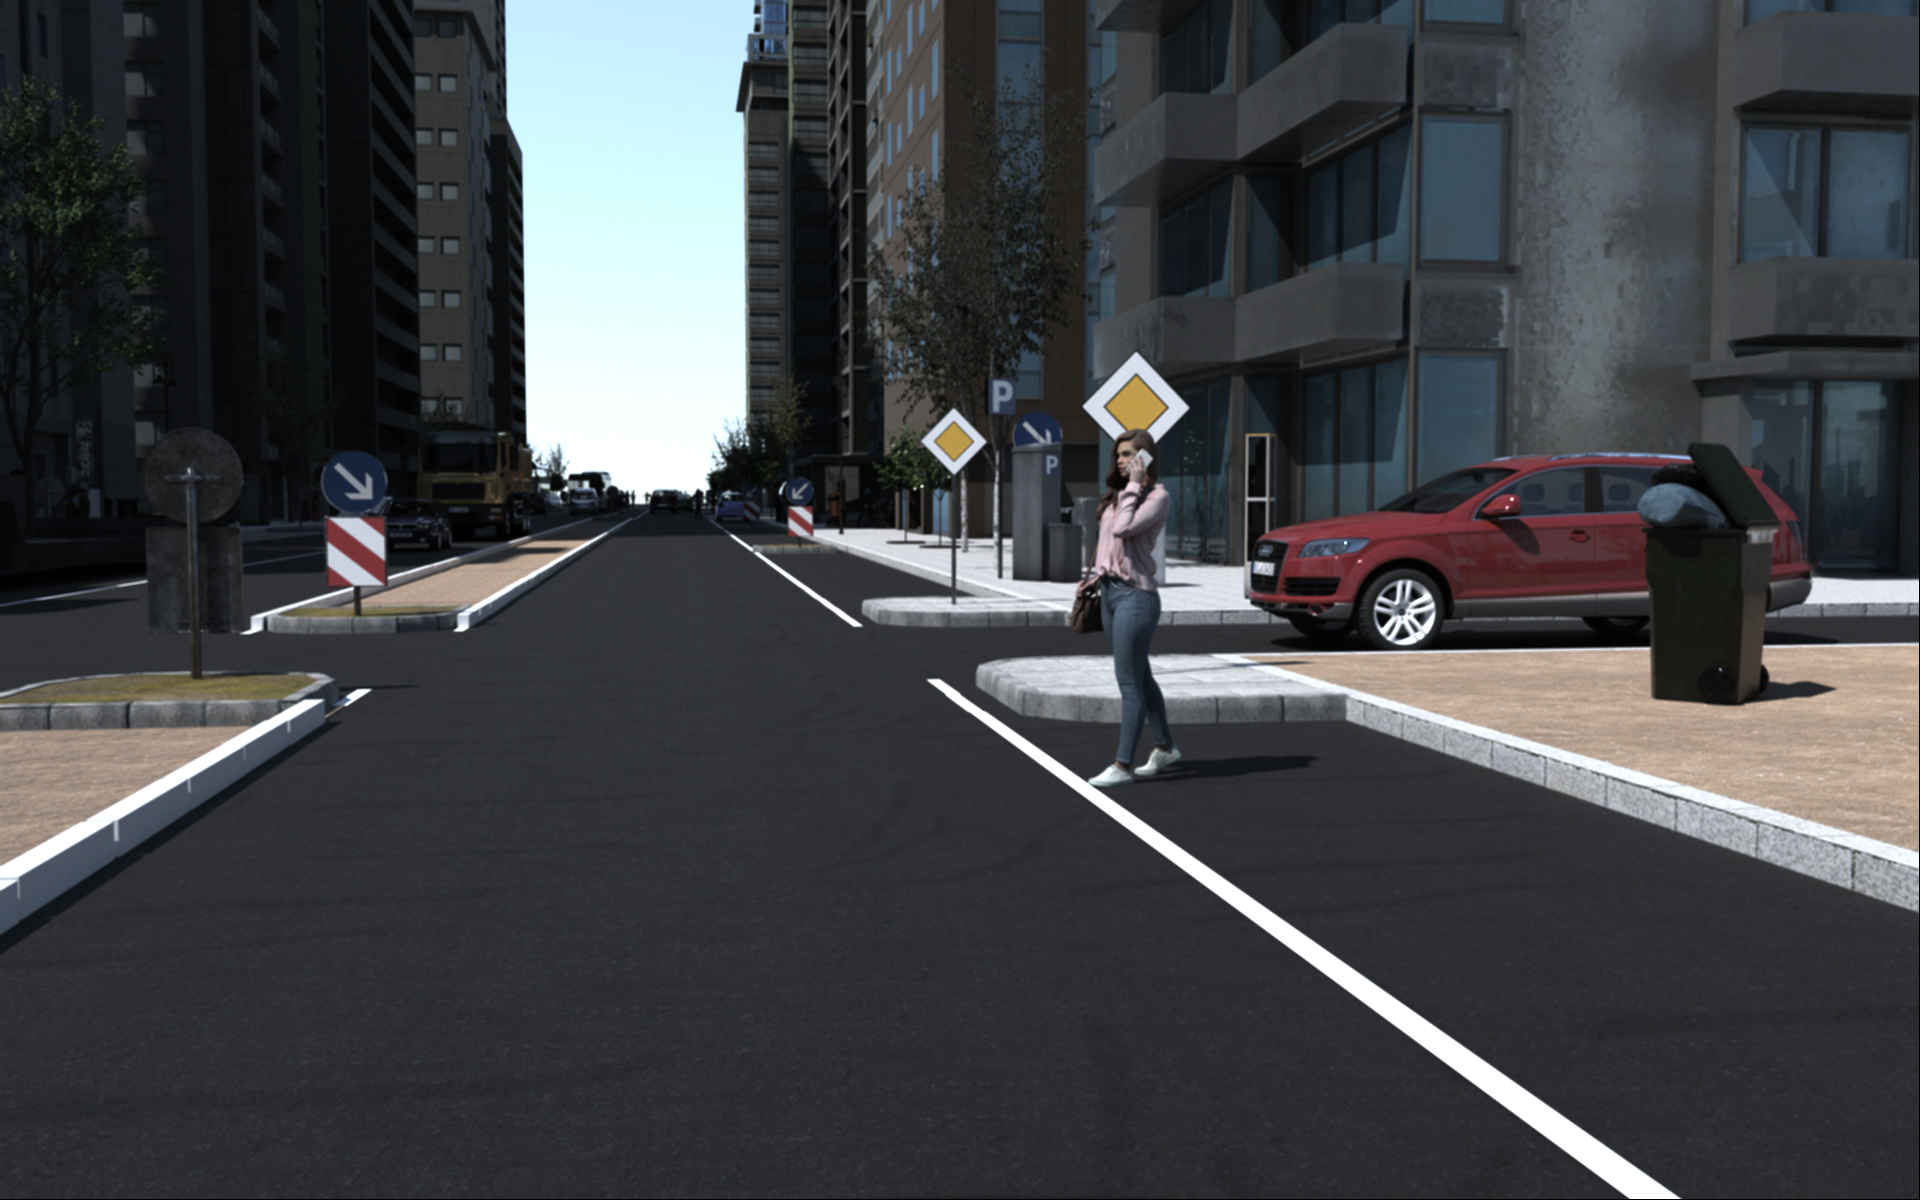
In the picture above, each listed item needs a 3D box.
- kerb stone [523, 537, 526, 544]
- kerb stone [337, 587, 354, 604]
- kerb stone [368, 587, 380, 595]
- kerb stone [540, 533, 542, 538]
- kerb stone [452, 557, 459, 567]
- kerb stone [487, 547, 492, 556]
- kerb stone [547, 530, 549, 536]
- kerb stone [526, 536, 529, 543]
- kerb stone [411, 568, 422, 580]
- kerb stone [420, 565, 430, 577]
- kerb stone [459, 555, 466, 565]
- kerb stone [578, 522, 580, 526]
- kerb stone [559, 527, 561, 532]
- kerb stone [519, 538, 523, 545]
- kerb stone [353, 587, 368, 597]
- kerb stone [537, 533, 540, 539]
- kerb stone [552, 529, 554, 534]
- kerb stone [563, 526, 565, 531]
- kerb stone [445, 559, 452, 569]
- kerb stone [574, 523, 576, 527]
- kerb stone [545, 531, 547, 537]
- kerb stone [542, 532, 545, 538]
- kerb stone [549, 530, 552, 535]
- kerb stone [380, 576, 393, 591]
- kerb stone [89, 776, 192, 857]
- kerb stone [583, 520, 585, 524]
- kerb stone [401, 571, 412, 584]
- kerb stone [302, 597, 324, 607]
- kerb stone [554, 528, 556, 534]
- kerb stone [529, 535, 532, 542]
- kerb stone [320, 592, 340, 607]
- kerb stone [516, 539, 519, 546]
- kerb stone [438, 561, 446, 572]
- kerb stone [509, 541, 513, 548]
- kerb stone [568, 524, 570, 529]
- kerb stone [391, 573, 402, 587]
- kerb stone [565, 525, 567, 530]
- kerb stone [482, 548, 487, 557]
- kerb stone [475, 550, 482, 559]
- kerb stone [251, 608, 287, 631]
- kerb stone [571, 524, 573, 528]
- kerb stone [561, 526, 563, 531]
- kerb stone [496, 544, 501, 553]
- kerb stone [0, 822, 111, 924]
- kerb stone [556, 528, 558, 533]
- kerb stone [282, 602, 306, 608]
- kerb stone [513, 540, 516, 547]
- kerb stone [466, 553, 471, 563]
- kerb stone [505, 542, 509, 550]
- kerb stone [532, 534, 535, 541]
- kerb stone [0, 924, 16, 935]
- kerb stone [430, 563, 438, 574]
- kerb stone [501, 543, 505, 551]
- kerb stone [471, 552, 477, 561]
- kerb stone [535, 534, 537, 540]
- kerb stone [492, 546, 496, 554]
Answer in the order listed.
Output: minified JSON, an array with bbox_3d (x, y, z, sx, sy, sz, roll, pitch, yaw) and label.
[{"bbox_3d":[-12.457,-1.637,48.967,0.120,0.150,1.000,-1,4,-9],"label":"kerb stone"},{"bbox_3d":[-8.120,-0.029,22.680,0.120,0.150,1.000,-1,4,-9],"label":"kerb stone"},{"bbox_3d":[-8.457,-0.154,24.707,0.120,0.150,1.000,-1,4,-9],"label":"kerb stone"},{"bbox_3d":[-13.455,-2.009,55.038,0.120,0.150,1.000,-1,4,-9],"label":"kerb stone"},{"bbox_3d":[-9.949,-0.711,33.814,0.120,0.150,1.000,-1,4,-9],"label":"kerb stone"},{"bbox_3d":[-10.957,-1.082,39.878,0.120,0.150,1.000,-1,4,-9],"label":"kerb stone"},{"bbox_3d":[-13.957,-2.192,58.077,0.120,0.150,1.000,-1,4,-9],"label":"kerb stone"},{"bbox_3d":[-12.621,-1.699,49.979,0.120,0.150,1.000,-1,4,-9],"label":"kerb stone"},{"bbox_3d":[-9.117,-0.398,28.756,0.120,0.150,1.000,-1,4,-9],"label":"kerb stone"},{"bbox_3d":[-9.287,-0.463,29.763,0.120,0.150,1.000,-1,4,-9],"label":"kerb stone"},{"bbox_3d":[-10.116,-0.772,34.826,0.120,0.150,1.000,-1,4,-9],"label":"kerb stone"},{"bbox_3d":[-16.948,-3.307,76.263,0.120,0.150,1.000,-1,4,-9],"label":"kerb stone"},{"bbox_3d":[-14.958,-2.566,64.143,0.120,0.150,1.000,-1,4,-9],"label":"kerb stone"},{"bbox_3d":[-12.289,-1.576,47.959,0.120,0.150,1.000,-1,4,-9],"label":"kerb stone"},{"bbox_3d":[-8.286,-0.092,23.692,0.120,0.150,1.000,-1,4,-9],"label":"kerb stone"},{"bbox_3d":[-13.285,-1.945,54.020,0.120,0.150,1.000,-1,4,-9],"label":"kerb stone"},{"bbox_3d":[-14.289,-2.318,60.102,0.120,0.150,1.000,-1,4,-9],"label":"kerb stone"},{"bbox_3d":[-15.285,-2.689,66.169,0.120,0.150,1.000,-1,4,-9],"label":"kerb stone"},{"bbox_3d":[-9.793,-0.643,32.801,0.120,0.150,1.000,-1,4,-9],"label":"kerb stone"},{"bbox_3d":[-16.451,-3.120,73.238,0.120,0.150,1.000,-1,4,-9],"label":"kerb stone"},{"bbox_3d":[-13.786,-2.127,57.055,0.120,0.150,1.000,-1,4,-9],"label":"kerb stone"},{"bbox_3d":[-13.617,-2.070,56.047,0.120,0.150,1.000,-1,4,-9],"label":"kerb stone"},{"bbox_3d":[-14.119,-2.257,59.090,0.120,0.150,1.000,-1,4,-9],"label":"kerb stone"},{"bbox_3d":[-8.611,-0.216,25.725,0.120,0.150,1.000,-1,4,-9],"label":"kerb stone"},{"bbox_3d":[-3.457,0.911,7.308,0.120,0.150,1.000,-1,4,-9],"label":"kerb stone"},{"bbox_3d":[-17.613,-3.554,80.307,0.120,0.150,1.000,-1,4,-9],"label":"kerb stone"},{"bbox_3d":[-8.955,-0.339,27.740,0.120,0.150,1.000,-1,4,-9],"label":"kerb stone"},{"bbox_3d":[-7.786,0.094,20.663,0.120,0.150,1.000,-1,4,-9],"label":"kerb stone"},{"bbox_3d":[-14.460,-2.378,61.117,0.120,0.150,1.000,-1,4,-9],"label":"kerb stone"},{"bbox_3d":[-12.782,-1.761,50.988,0.120,0.150,1.000,-1,4,-9],"label":"kerb stone"},{"bbox_3d":[-7.953,0.032,21.671,0.120,0.150,1.000,-1,4,-9],"label":"kerb stone"},{"bbox_3d":[-12.120,-1.513,46.951,0.120,0.150,1.000,-1,4,-9],"label":"kerb stone"},{"bbox_3d":[-9.609,-0.586,31.785,0.120,0.150,1.000,-1,4,-9],"label":"kerb stone"},{"bbox_3d":[-11.782,-1.390,44.931,0.120,0.150,1.000,-1,4,-9],"label":"kerb stone"},{"bbox_3d":[-15.784,-2.875,69.194,0.120,0.150,1.000,-1,4,-9],"label":"kerb stone"},{"bbox_3d":[-8.786,-0.275,26.732,0.120,0.150,1.000,-1,4,-9],"label":"kerb stone"},{"bbox_3d":[-15.449,-2.750,67.177,0.120,0.150,1.000,-1,4,-9],"label":"kerb stone"},{"bbox_3d":[-10.791,-1.020,38.870,0.120,0.150,1.000,-1,4,-9],"label":"kerb stone"},{"bbox_3d":[-10.620,-0.954,37.857,0.120,0.150,1.000,-1,4,-9],"label":"kerb stone"},{"bbox_3d":[-7.449,0.219,18.642,0.120,0.150,1.000,-1,4,-9],"label":"kerb stone"},{"bbox_3d":[-16.119,-2.998,71.210,0.120,0.150,1.000,-1,4,-9],"label":"kerb stone"},{"bbox_3d":[-15.123,-2.626,65.160,0.120,0.150,1.000,-1,4,-9],"label":"kerb stone"},{"bbox_3d":[-11.288,-1.205,41.902,0.120,0.150,1.000,-1,4,-9],"label":"kerb stone"},{"bbox_3d":[-3.295,0.973,6.292,0.120,0.150,1.000,-1,4,-9],"label":"kerb stone"},{"bbox_3d":[-14.617,-2.442,62.128,0.120,0.150,1.000,-1,4,-9],"label":"kerb stone"},{"bbox_3d":[-7.621,0.156,19.649,0.120,0.150,1.000,-1,4,-9],"label":"kerb stone"},{"bbox_3d":[-11.952,-1.452,45.942,0.120,0.150,1.000,-1,4,-9],"label":"kerb stone"},{"bbox_3d":[-10.284,-0.832,35.834,0.120,0.150,1.000,-1,4,-9],"label":"kerb stone"},{"bbox_3d":[-11.620,-1.329,43.922,0.120,0.150,1.000,-1,4,-9],"label":"kerb stone"},{"bbox_3d":[-12.949,-1.823,51.997,0.120,0.150,1.000,-1,4,-9],"label":"kerb stone"},{"bbox_3d":[-3.124,1.041,5.284,0.120,0.150,1.000,-1,4,-9],"label":"kerb stone"},{"bbox_3d":[-9.457,-0.525,30.774,0.120,0.150,1.000,-1,4,-9],"label":"kerb stone"},{"bbox_3d":[-11.454,-1.267,42.910,0.120,0.150,1.000,-1,4,-9],"label":"kerb stone"},{"bbox_3d":[-10.456,-0.893,36.841,0.120,0.150,1.000,-1,4,-9],"label":"kerb stone"},{"bbox_3d":[-13.112,-1.885,53.010,0.120,0.150,1.000,-1,4,-9],"label":"kerb stone"},{"bbox_3d":[-11.119,-1.144,40.893,0.120,0.150,1.000,-1,4,-9],"label":"kerb stone"}]
